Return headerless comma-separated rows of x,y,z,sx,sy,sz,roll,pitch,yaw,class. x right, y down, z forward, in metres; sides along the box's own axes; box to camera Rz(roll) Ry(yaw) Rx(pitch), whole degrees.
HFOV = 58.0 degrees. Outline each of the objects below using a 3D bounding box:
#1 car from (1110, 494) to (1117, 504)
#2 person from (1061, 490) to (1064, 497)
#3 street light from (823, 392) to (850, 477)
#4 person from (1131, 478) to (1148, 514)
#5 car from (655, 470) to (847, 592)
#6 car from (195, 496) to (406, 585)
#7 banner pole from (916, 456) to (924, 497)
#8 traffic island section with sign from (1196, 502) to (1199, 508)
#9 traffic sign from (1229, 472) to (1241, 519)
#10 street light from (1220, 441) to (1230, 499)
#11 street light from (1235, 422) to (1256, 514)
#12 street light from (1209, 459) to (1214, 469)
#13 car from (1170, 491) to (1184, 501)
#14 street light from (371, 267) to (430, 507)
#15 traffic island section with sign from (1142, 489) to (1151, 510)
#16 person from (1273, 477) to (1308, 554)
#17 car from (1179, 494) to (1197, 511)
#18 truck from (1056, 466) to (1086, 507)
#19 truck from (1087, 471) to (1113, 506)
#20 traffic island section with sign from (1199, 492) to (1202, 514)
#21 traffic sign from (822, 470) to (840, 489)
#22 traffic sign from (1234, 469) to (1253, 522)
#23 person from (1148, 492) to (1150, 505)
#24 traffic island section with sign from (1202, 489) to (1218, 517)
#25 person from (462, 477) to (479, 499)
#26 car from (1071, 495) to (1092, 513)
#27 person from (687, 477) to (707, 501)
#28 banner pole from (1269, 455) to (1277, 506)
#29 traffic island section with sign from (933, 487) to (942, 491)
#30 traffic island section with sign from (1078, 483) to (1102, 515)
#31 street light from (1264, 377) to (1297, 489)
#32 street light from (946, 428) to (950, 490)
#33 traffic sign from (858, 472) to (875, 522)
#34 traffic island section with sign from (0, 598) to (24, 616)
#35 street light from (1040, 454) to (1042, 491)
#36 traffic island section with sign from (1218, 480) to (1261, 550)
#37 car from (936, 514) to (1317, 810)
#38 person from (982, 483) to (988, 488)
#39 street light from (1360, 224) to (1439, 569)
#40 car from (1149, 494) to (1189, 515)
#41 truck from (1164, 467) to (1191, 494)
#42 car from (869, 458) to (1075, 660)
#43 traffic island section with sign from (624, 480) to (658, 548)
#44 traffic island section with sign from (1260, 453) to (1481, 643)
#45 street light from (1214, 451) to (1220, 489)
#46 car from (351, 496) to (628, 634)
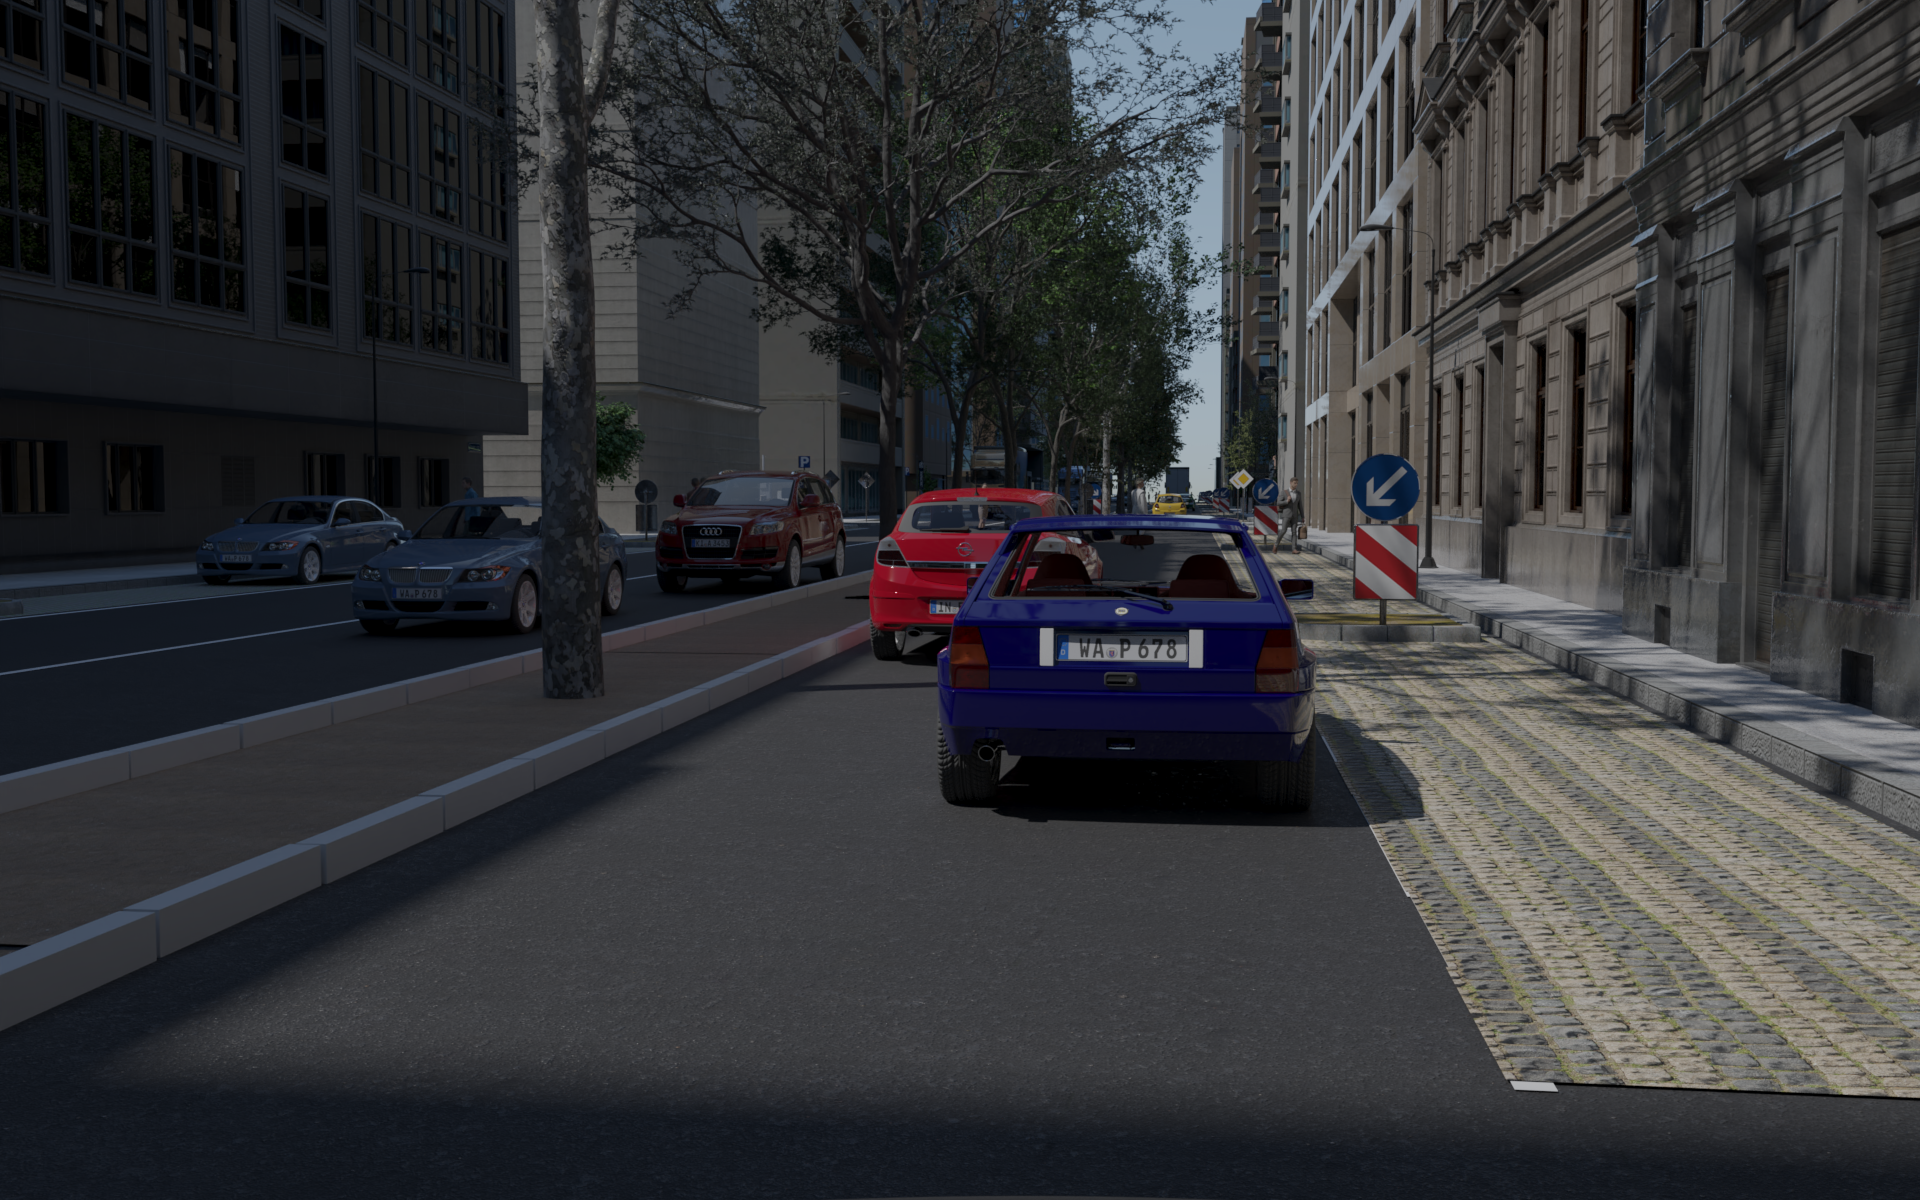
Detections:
22.452,-14.856,254.890,2.014,1.417,4.499,0,4,7,car
9.576,-9.326,160.965,0.705,1.826,1.348,0,4,2,person
-5.696,-6.531,79.326,1.470,5.913,1.316,0,4,8,street light
4.583,-2.208,44.485,0.514,1.842,0.818,2,4,34,person
-3.150,-1.118,26.954,2.281,1.827,5.304,0,4,8,car
-10.819,-1.024,28.741,2.014,1.417,4.499,0,4,8,car
-2.642,-7.548,113.425,0.401,3.779,0.863,3,5,43,banner pole
25.288,-10.258,176.338,1.989,1.847,2.006,0,4,8,traffic island section with sign
12.362,-4.489,77.039,0.795,2.450,0.064,0,4,8,traffic sign
23.703,-10.934,151.305,1.470,5.913,1.316,0,4,8,street light
18.515,-8.524,111.903,1.470,5.913,1.316,0,4,8,street light
33.818,-15.575,227.193,1.470,5.913,1.316,0,4,8,street light
15.841,-7.337,130.183,2.015,1.641,3.980,0,4,8,car
-11.543,-3.863,35.709,1.470,5.913,1.316,0,4,8,street light
15.978,-8.805,152.095,2.006,1.907,1.989,0,4,8,traffic island section with sign
7.807,-1.988,40.960,0.622,1.834,0.822,-2,4,-25,person
18.833,-8.169,145.353,2.131,1.459,4.920,0,4,8,car
11.369,-11.183,172.599,2.967,4.110,18.799,0,4,6,truck
16.866,-13.507,209.749,2.839,4.237,11.283,1,4,9,truck
18.602,-7.189,126.170,1.989,1.847,2.006,0,4,8,traffic island section with sign
-5.338,-4.141,71.355,0.795,2.450,0.064,0,4,8,traffic sign
11.306,-4.005,69.123,0.795,2.450,0.064,0,4,8,traffic sign
24.477,-13.153,224.464,0.530,1.710,0.541,2,4,23,person
15.043,-5.555,99.450,1.989,1.847,2.006,0,4,8,traffic island section with sign
-9.950,-1.625,35.405,0.444,1.785,0.601,-1,4,-18,person
9.506,-7.386,132.766,2.014,1.417,4.499,1,4,8,car
-5.978,-1.929,40.009,0.573,1.828,0.580,1,4,21,person
20.002,-7.372,110.546,0.401,3.779,0.863,-2,4,-35,banner pole
-1.297,-5.704,101.881,1.989,1.847,2.006,0,4,8,traffic island section with sign
6.055,-4.249,77.612,2.006,1.907,1.989,0,4,8,traffic island section with sign
12.781,-5.892,68.878,1.470,5.913,1.316,0,4,8,street light
-0.377,-8.934,118.611,1.470,5.913,1.316,0,4,8,street light
-4.283,-4.626,79.271,0.795,2.450,0.064,0,4,8,traffic sign
-12.187,-0.709,20.216,1.989,1.847,2.006,0,4,8,traffic island section with sign
9.598,-13.588,194.711,1.470,5.913,1.316,0,4,8,street light
7.695,-2.186,44.376,1.989,1.847,2.006,0,4,8,traffic island section with sign
0.938,0.202,9.284,1.945,1.354,3.894,0,4,8,car
0.769,-2.858,55.567,0.374,1.781,0.599,3,5,40,person
7.568,-3.506,29.872,1.470,5.913,1.316,0,4,8,street light
10.747,-4.817,88.979,2.015,1.641,3.980,0,4,6,car
23.081,-11.923,183.855,2.839,4.237,11.283,0,4,7,truck
0.353,-0.447,16.346,2.155,1.783,4.494,1,4,8,car
-8.629,-2.343,46.936,1.989,1.847,2.006,0,4,8,traffic island section with sign
4.135,-0.551,17.639,1.989,1.847,2.006,0,4,8,traffic island section with sign
28.705,-13.199,188.338,1.470,5.913,1.316,0,4,8,street light
-5.088,-0.447,19.316,2.014,1.417,4.499,0,4,7,car
